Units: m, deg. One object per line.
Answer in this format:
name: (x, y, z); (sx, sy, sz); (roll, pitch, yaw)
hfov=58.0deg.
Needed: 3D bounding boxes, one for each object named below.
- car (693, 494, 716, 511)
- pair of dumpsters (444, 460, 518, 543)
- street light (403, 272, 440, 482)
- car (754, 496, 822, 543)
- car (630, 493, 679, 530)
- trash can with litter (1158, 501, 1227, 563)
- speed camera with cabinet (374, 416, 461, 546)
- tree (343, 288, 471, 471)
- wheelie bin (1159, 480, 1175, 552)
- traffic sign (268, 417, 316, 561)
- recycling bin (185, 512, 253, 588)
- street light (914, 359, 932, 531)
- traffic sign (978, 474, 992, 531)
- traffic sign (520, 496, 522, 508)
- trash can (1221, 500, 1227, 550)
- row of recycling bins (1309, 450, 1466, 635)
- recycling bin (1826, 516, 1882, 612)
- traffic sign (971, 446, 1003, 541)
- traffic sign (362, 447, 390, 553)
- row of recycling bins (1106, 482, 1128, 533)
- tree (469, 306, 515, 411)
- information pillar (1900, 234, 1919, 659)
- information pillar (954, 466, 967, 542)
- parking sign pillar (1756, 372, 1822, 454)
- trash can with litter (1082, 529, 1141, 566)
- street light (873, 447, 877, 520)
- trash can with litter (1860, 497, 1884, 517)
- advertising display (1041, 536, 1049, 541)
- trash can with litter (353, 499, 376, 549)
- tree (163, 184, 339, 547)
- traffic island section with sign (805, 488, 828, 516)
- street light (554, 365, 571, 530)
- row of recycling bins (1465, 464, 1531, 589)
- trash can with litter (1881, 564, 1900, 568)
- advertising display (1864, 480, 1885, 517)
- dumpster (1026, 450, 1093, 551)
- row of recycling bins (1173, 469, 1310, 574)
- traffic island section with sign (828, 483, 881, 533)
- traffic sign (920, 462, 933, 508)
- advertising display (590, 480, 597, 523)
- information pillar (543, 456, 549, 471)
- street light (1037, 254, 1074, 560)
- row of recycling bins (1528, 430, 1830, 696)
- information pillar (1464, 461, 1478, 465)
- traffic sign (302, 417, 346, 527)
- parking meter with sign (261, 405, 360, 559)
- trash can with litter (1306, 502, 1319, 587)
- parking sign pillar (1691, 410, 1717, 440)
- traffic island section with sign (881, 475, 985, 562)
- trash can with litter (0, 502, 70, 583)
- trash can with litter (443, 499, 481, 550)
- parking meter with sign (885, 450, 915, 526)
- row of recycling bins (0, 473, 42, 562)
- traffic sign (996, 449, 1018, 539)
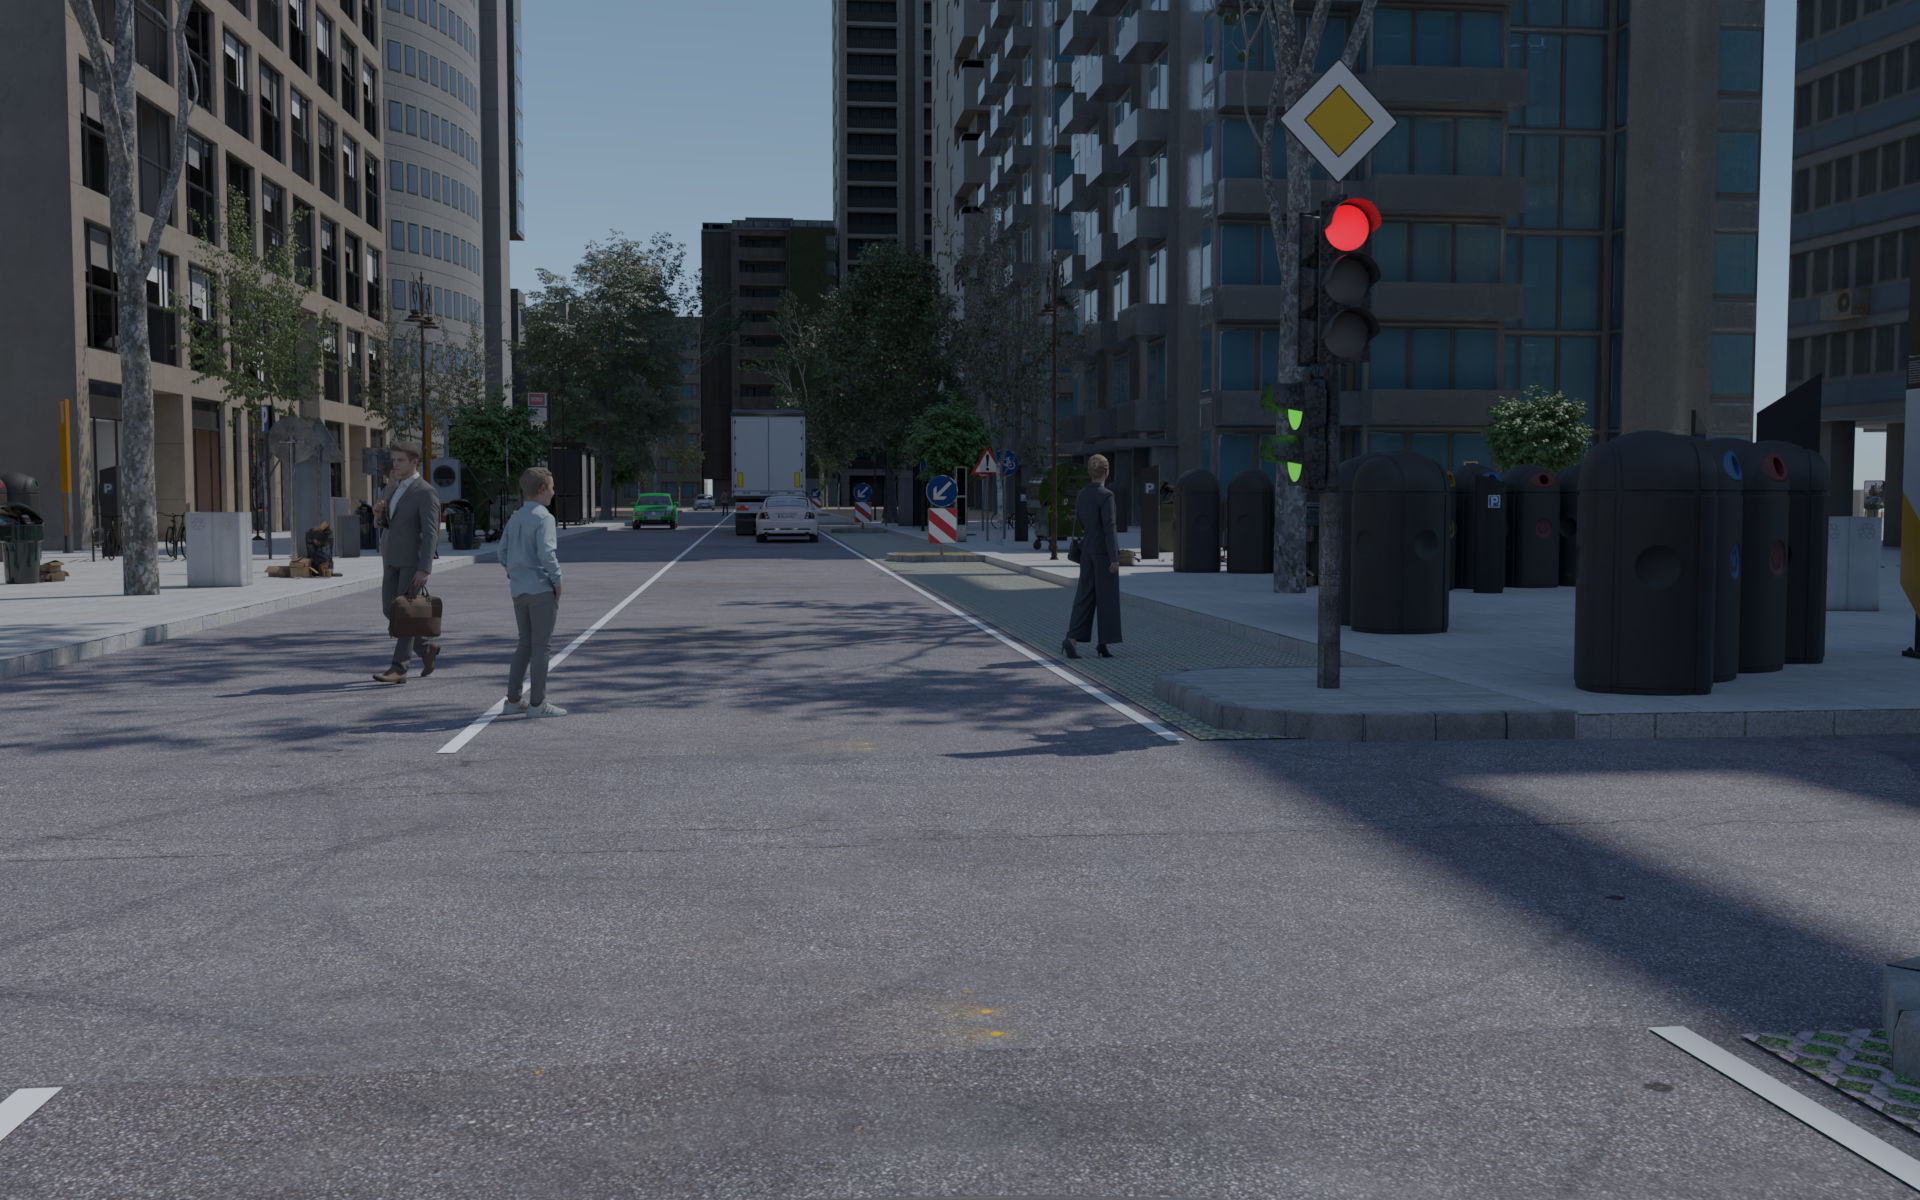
car: (-22.254, -8.491, 150.827); (2.014, 1.417, 4.499); (0, 4, -8)
pair of dumpsters: (-13.152, -2.745, 47.380); (1.574, 2.255, 4.437); (0, 4, -7)
street light: (-11.191, -3.875, 36.148); (0.468, 5.910, 1.993); (0, 4, -7)
car: (-5.221, -2.454, 52.491); (2.083, 1.381, 4.827); (0, 4, -5)
car: (-12.589, -3.835, 71.498); (1.959, 1.807, 4.718); (-1, 4, -8)
trash can with litter: (4.903, -1.346, 33.066); (2.233, 1.210, 1.678); (0, 4, 4)
speed camera with cabinet: (-13.600, -3.001, 43.404); (2.038, 3.252, 0.660); (-1, 4, -10)
tree: (-19.755, -6.808, 61.681); (4.360, 8.622, 3.978); (0, 3, 0)
wheelie bin: (4.537, -1.859, 38.300); (0.693, 1.594, 0.980); (1, 4, 16)
traffic sign: (-11.007, -1.740, 28.550); (0.768, 2.556, 0.104); (0, 4, -4)
recycling bin: (-10.317, -0.708, 24.135); (0.722, 1.027, 0.722); (-1, 4, -10)
street light: (-1.275, -5.295, 59.355); (0.468, 5.910, 1.993); (0, 4, -7)
traffic sign: (0.792, -3.660, 59.942); (0.768, 2.556, 0.104); (0, 4, -3)
traffic sign: (-15.351, -3.703, 60.545); (0.884, 2.594, 0.081); (0, 4, 0)
trash can: (6.218, -1.703, 39.492); (0.748, 1.137, 0.748); (0, 3, 0)
row of recycling bins: (4.225, -0.633, 17.468); (1.069, 1.692, 3.534); (0, 4, 7)
recycling bin: (9.737, -0.411, 19.272); (0.722, 1.027, 0.722); (0, 4, 6)
traffic sign: (0.747, -2.882, 47.124); (0.884, 2.594, 0.081); (0, 4, -2)
traffic sign: (-12.766, -2.189, 37.917); (0.606, 2.300, 0.079); (0, 4, -4)
row of recycling bins: (4.288, -3.164, 58.838); (1.069, 1.692, 3.534); (-3, 5, -42)
tree: (-19.603, -7.212, 68.273); (4.360, 8.622, 3.978); (0, 3, 0)
information pillar: (7.548, -1.355, 13.517); (0.183, 3.616, 0.504); (0, 4, 1)
information pillar: (0.017, -2.553, 46.234); (0.304, 2.012, 0.304); (0, 4, -6)
parking sign pillar: (18.490, -3.073, 38.720); (1.447, 3.967, 1.447); (2, 4, 25)
trash can with litter: (2.718, -1.207, 31.122); (1.055, 1.170, 0.624); (1, 4, 14)
street light: (-4.192, -6.883, 85.323); (0.468, 5.910, 1.993); (0, 4, -7)
trash can with litter: (39.196, -3.870, 74.665); (1.055, 1.170, 0.624); (-1, 4, -20)
advertising display: (2.358, -2.582, 47.429); (0.123, 1.923, 0.974); (-1, 4, -12)
trash can with litter: (-13.535, -1.768, 40.297); (1.055, 1.170, 0.624); (-2, 4, -24)
tree: (-16.652, -5.565, 41.352); (4.737, 8.622, 4.395); (0, 3, 0)
traffic island section with sign: (-9.525, -6.376, 112.869); (1.989, 1.847, 2.006); (0, 4, -7)
street light: (-14.285, -5.479, 62.372); (0.468, 5.910, 1.993); (0, 4, -7)
row of recycling bins: (7.412, -1.018, 23.752); (3.534, 1.692, 1.069); (-1, 4, -22)
trash can with litter: (15.476, -1.202, 30.708); (2.233, 1.210, 1.678); (3, 4, 38)
advertising display: (42.600, -4.619, 80.736); (0.123, 1.923, 0.974); (-2, 4, -27)
dumpster: (2.369, -2.235, 39.036); (1.502, 2.255, 1.985); (0, 4, -7)
row of recycling bins: (5.205, -1.282, 28.072); (3.534, 1.692, 1.069); (1, 4, 16)
traffic island section with sign: (-3.730, -3.375, 63.813); (1.989, 1.847, 2.006); (0, 4, -7)
traffic sign: (-0.929, -3.482, 57.040); (0.768, 2.556, 0.104); (0, 4, -4)
advertising display: (-16.785, -4.460, 78.129); (0.974, 1.923, 0.123); (2, 4, 34)
information pillar: (-18.717, -5.345, 78.745); (0.504, 3.616, 0.183); (1, 4, 18)
street light: (1.835, -3.718, 33.581); (0.468, 5.910, 1.993); (0, 4, -7)
row of recycling bins: (5.317, -0.322, 12.376); (1.069, 1.692, 3.534); (3, 5, 41)
information pillar: (11.501, -2.114, 39.057); (0.304, 2.012, 0.304); (1, 4, 15)
traffic sign: (-10.756, -1.779, 29.091); (0.884, 2.594, 0.081); (0, 4, -1)
parking meter with sign: (-12.896, -2.336, 34.462); (1.738, 3.016, 0.543); (-2, 4, -35)
trash can with litter: (4.894, -0.781, 24.162); (0.624, 1.170, 1.055); (2, 4, 25)
parking sign pillar: (23.967, -4.115, 55.744); (1.447, 3.967, 1.447); (-3, 5, -44)
traffic island section with sign: (-0.568, -1.738, 37.043); (1.989, 1.847, 2.006); (0, 4, -7)
trash can with litter: (-13.458, -0.836, 25.053); (0.624, 1.170, 1.055); (1, 4, 9)
trash can with litter: (-11.472, -1.750, 39.995); (0.624, 1.170, 1.055); (0, 4, 2)
parking meter with sign: (-2.128, -4.454, 69.085); (1.738, 3.016, 0.543); (0, 4, -1)
row of recycling bins: (-18.479, -1.531, 32.141); (1.069, 1.692, 3.534); (0, 4, 7)
traffic sign: (1.272, -3.014, 49.392); (0.768, 2.556, 0.104); (0, 4, -5)
